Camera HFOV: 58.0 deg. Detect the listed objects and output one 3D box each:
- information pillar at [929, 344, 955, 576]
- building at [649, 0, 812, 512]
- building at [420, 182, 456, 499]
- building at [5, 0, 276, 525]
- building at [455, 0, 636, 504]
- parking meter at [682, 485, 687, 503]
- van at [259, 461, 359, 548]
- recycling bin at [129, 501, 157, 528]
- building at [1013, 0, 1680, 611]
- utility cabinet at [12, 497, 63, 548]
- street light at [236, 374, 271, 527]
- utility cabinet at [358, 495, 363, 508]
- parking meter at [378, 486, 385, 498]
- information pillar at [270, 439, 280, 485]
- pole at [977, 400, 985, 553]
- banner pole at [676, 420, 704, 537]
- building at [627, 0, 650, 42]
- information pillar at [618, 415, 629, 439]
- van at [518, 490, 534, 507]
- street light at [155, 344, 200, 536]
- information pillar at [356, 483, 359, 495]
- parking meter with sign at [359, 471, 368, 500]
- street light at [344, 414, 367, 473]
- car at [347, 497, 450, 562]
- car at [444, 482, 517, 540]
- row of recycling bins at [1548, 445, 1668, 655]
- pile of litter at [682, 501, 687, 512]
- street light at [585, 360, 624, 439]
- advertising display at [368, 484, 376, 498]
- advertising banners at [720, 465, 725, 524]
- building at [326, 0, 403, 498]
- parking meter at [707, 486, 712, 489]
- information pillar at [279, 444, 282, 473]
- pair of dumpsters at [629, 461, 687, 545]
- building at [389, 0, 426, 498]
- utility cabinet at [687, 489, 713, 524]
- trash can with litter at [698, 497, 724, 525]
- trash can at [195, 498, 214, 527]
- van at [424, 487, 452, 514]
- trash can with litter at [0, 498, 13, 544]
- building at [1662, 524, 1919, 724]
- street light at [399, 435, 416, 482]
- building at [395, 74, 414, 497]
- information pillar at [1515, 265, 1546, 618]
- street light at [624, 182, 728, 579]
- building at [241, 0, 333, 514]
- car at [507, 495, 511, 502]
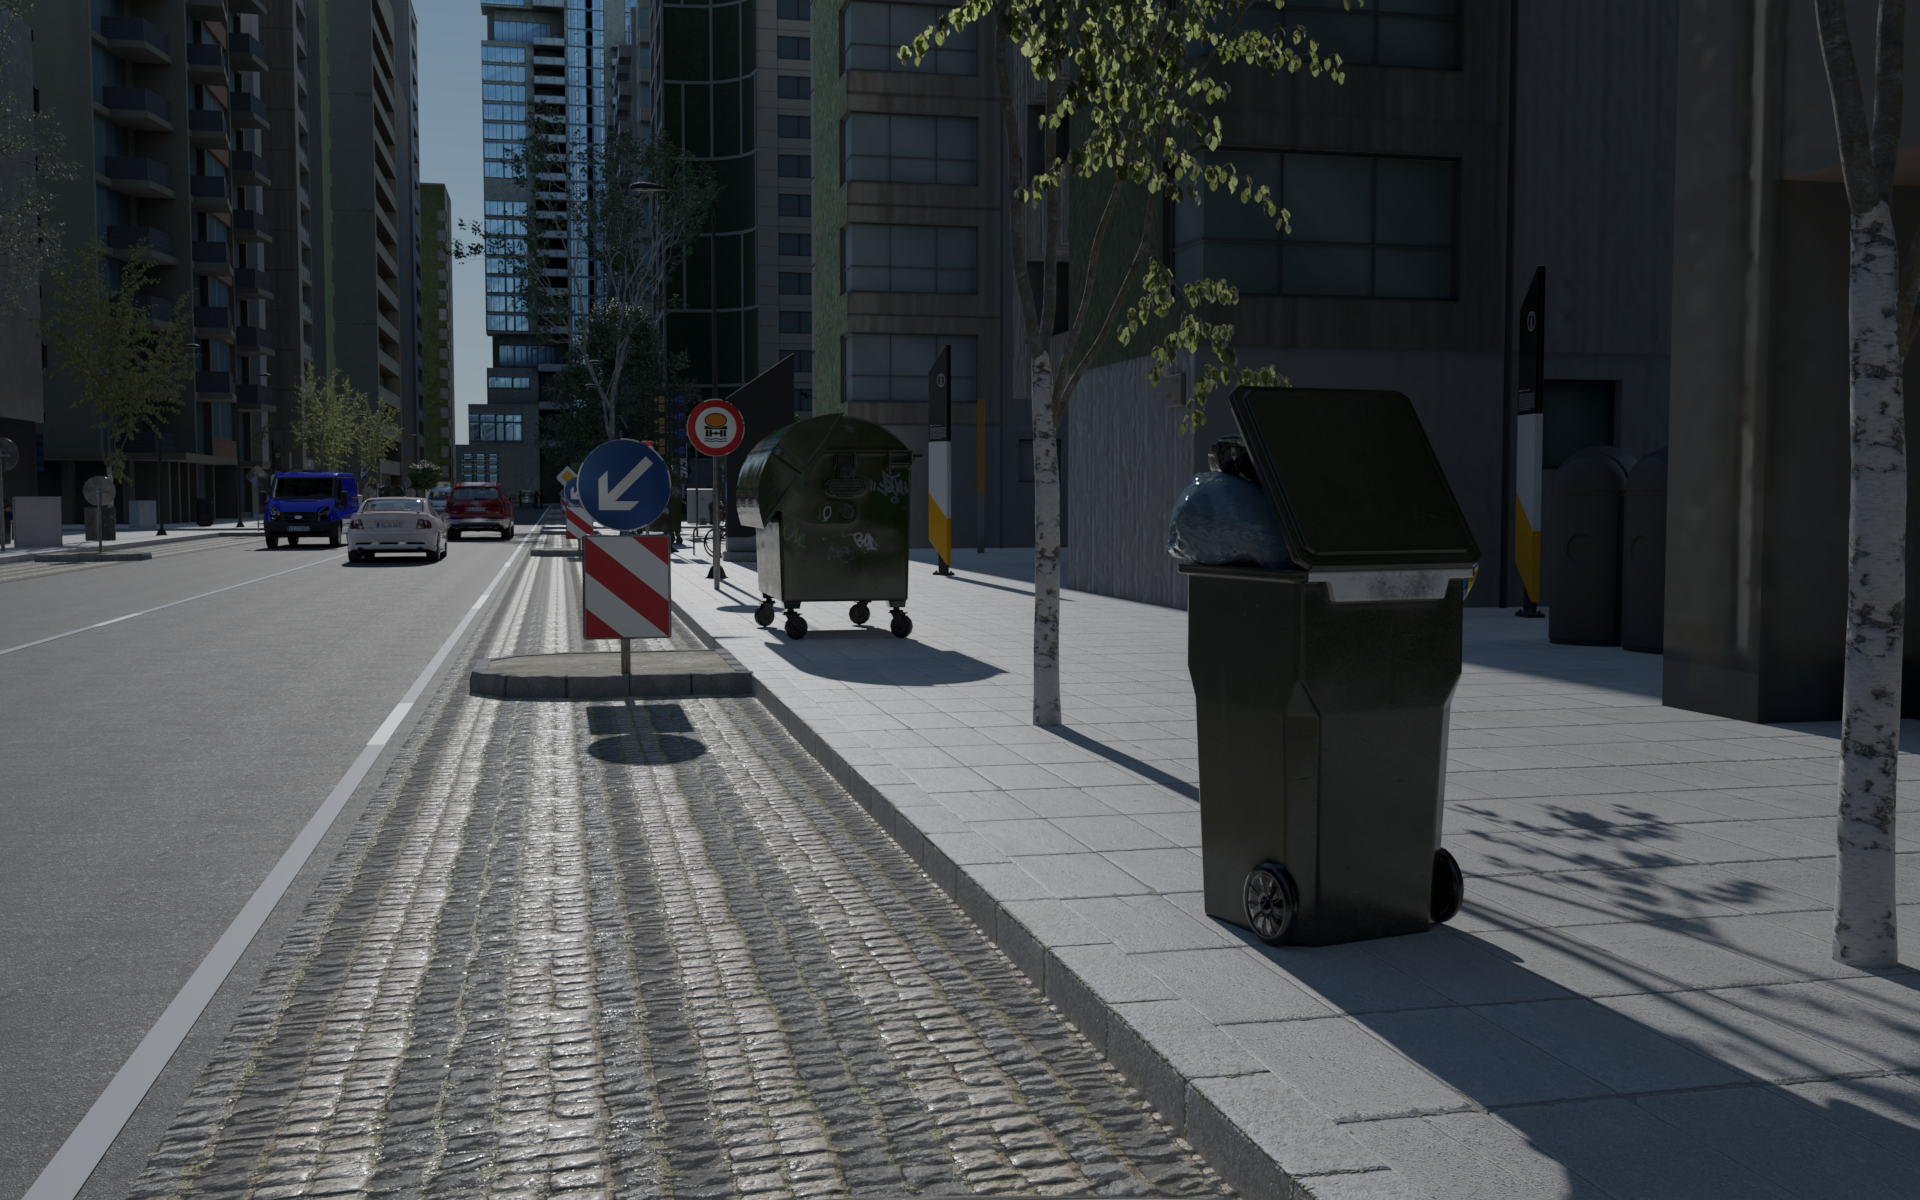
[{"bbox_3d":[-0.310,-2.202,27.353,0.183,3.616,0.504,-3,4,-38],"label":"information pillar"},{"bbox_3d":[-14.650,-42.311,130.039,20.563,71.187,20.611,-1,4,-13],"label":"building"},{"bbox_3d":[-74.328,-33.332,228.580,14.086,41.232,14.154,-1,4,-13],"label":"building"},{"bbox_3d":[-46.003,-26.188,82.800,22.147,44.769,28.867,-1,4,-13],"label":"building"},{"bbox_3d":[-52.640,-56.475,236.038,31.000,86.520,22.319,-1,4,-13],"label":"building"},{"bbox_3d":[-17.288,-6.300,108.723,0.255,1.863,0.399,-1,4,-15],"label":"parking meter"},{"bbox_3d":[-17.971,-2.675,48.116,2.240,2.365,5.245,-1,4,-12],"label":"van"},{"bbox_3d":[-31.355,-3.296,66.442,0.722,1.027,0.722,3,4,36],"label":"recycling bin"},{"bbox_3d":[7.822,-15.561,26.120,14.160,30.474,14.107,-1,4,-13],"label":"building"},{"bbox_3d":[-22.292,-1.877,41.859,1.020,1.237,0.306,-2,4,-35],"label":"utility cabinet"},{"bbox_3d":[-27.258,-5.765,66.802,1.470,5.913,1.316,-1,4,-13],"label":"street light"},{"bbox_3d":[-38.074,-6.011,109.442,0.306,1.237,1.020,0,4,7],"label":"utility cabinet"},{"bbox_3d":[-40.996,-7.160,122.780,0.255,1.863,0.399,2,4,28],"label":"parking meter"},{"bbox_3d":[-29.230,-5.036,73.693,0.183,3.616,0.504,-2,4,-28],"label":"information pillar"},{"bbox_3d":[0.457,-2.672,37.529,0.158,3.312,0.155,0,3,0],"label":"pole"},{"bbox_3d":[-8.102,-3.779,51.799,0.863,3.779,0.401,-2,4,-24],"label":"banner pole"},{"bbox_3d":[-22.665,-33.793,172.125,23.786,49.044,30.456,-1,4,-13],"label":"building"},{"bbox_3d":[-9.966,-3.670,51.362,0.183,3.616,0.504,-3,5,-40],"label":"information pillar"},{"bbox_3d":[-49.588,-11.698,198.278,2.013,2.044,4.112,-1,4,-13],"label":"van"},{"bbox_3d":[-24.225,-4.961,53.646,1.470,5.913,1.316,-1,4,-13],"label":"street light"},{"bbox_3d":[-39.301,-6.619,112.707,0.304,2.012,0.304,-1,4,-10],"label":"information pillar"},{"bbox_3d":[-44.932,-8.276,131.577,1.738,3.016,0.543,3,5,42],"label":"parking meter with sign"},{"bbox_3d":[-35.210,-7.844,100.788,1.470,5.913,1.316,-1,4,-13],"label":"street light"},{"bbox_3d":[-12.313,-1.570,38.024,2.083,1.381,4.827,-1,4,-13],"label":"car"},{"bbox_3d":[-15.582,-2.909,56.234,2.281,1.827,5.304,-1,4,-12],"label":"car"},{"bbox_3d":[6.128,-0.402,13.690,1.069,1.692,3.534,-2,4,-29],"label":"row of recycling bins"},{"bbox_3d":[-17.060,-5.720,107.493,1.719,0.858,1.176,2,4,29],"label":"pile of litter"},{"bbox_3d":[-12.185,-5.373,60.384,1.470,5.913,1.316,-1,4,-13],"label":"street light"},{"bbox_3d":[-37.473,-6.433,110.401,0.123,1.923,0.974,0,4,6],"label":"advertising display"},{"bbox_3d":[-10.199,-4.775,74.260,0.090,3.025,2.074,-1,4,-12],"label":"advertising banners"},{"bbox_3d":[-59.670,-31.988,146.704,21.300,48.544,21.600,-1,4,-13],"label":"building"},{"bbox_3d":[-17.043,-6.849,117.691,0.399,1.863,0.255,0,3,0],"label":"parking meter"},{"bbox_3d":[-31.505,-5.414,79.867,0.504,3.616,0.183,-1,4,-17],"label":"information pillar"},{"bbox_3d":[-8.060,-2.633,45.544,1.574,2.255,4.437,-1,4,-13],"label":"pair of dumpsters"},{"bbox_3d":[-75.938,-39.999,195.988,28.212,58.520,21.231,-1,4,-13],"label":"building"},{"bbox_3d":[-10.988,-3.968,73.552,1.173,1.500,0.318,0,4,-4],"label":"utility cabinet"},{"bbox_3d":[-10.421,-3.717,72.156,1.055,1.170,0.624,-2,4,-23],"label":"trash can with litter"},{"bbox_3d":[-29.892,-3.480,68.550,0.748,1.137,0.748,0,3,0],"label":"trash can"},{"bbox_3d":[-31.471,-5.998,105.080,2.013,2.044,4.112,-1,4,-14],"label":"van"},{"bbox_3d":[-24.317,-1.970,43.590,0.624,1.170,1.055,1,4,21],"label":"trash can with litter"},{"bbox_3d":[16.996,-23.089,1.199,21.300,48.544,21.600,-1,4,-13],"label":"building"},{"bbox_3d":[-43.159,-9.957,135.329,1.470,5.913,1.316,-1,4,-13],"label":"street light"},{"bbox_3d":[-64.736,-32.383,179.574,14.600,45.320,14.200,-1,4,-13],"label":"building"},{"bbox_3d":[5.944,-1.633,18.055,0.183,3.616,0.504,0,4,-3],"label":"information pillar"},{"bbox_3d":[-4.236,-3.275,26.090,1.470,5.913,1.316,-1,4,-13],"label":"street light"},{"bbox_3d":[-49.226,-26.266,113.045,14.154,41.232,14.086,-1,4,-13],"label":"building"},{"bbox_3d":[-54.250,-11.820,205.840,1.945,1.354,3.894,-1,4,-13],"label":"car"}]
